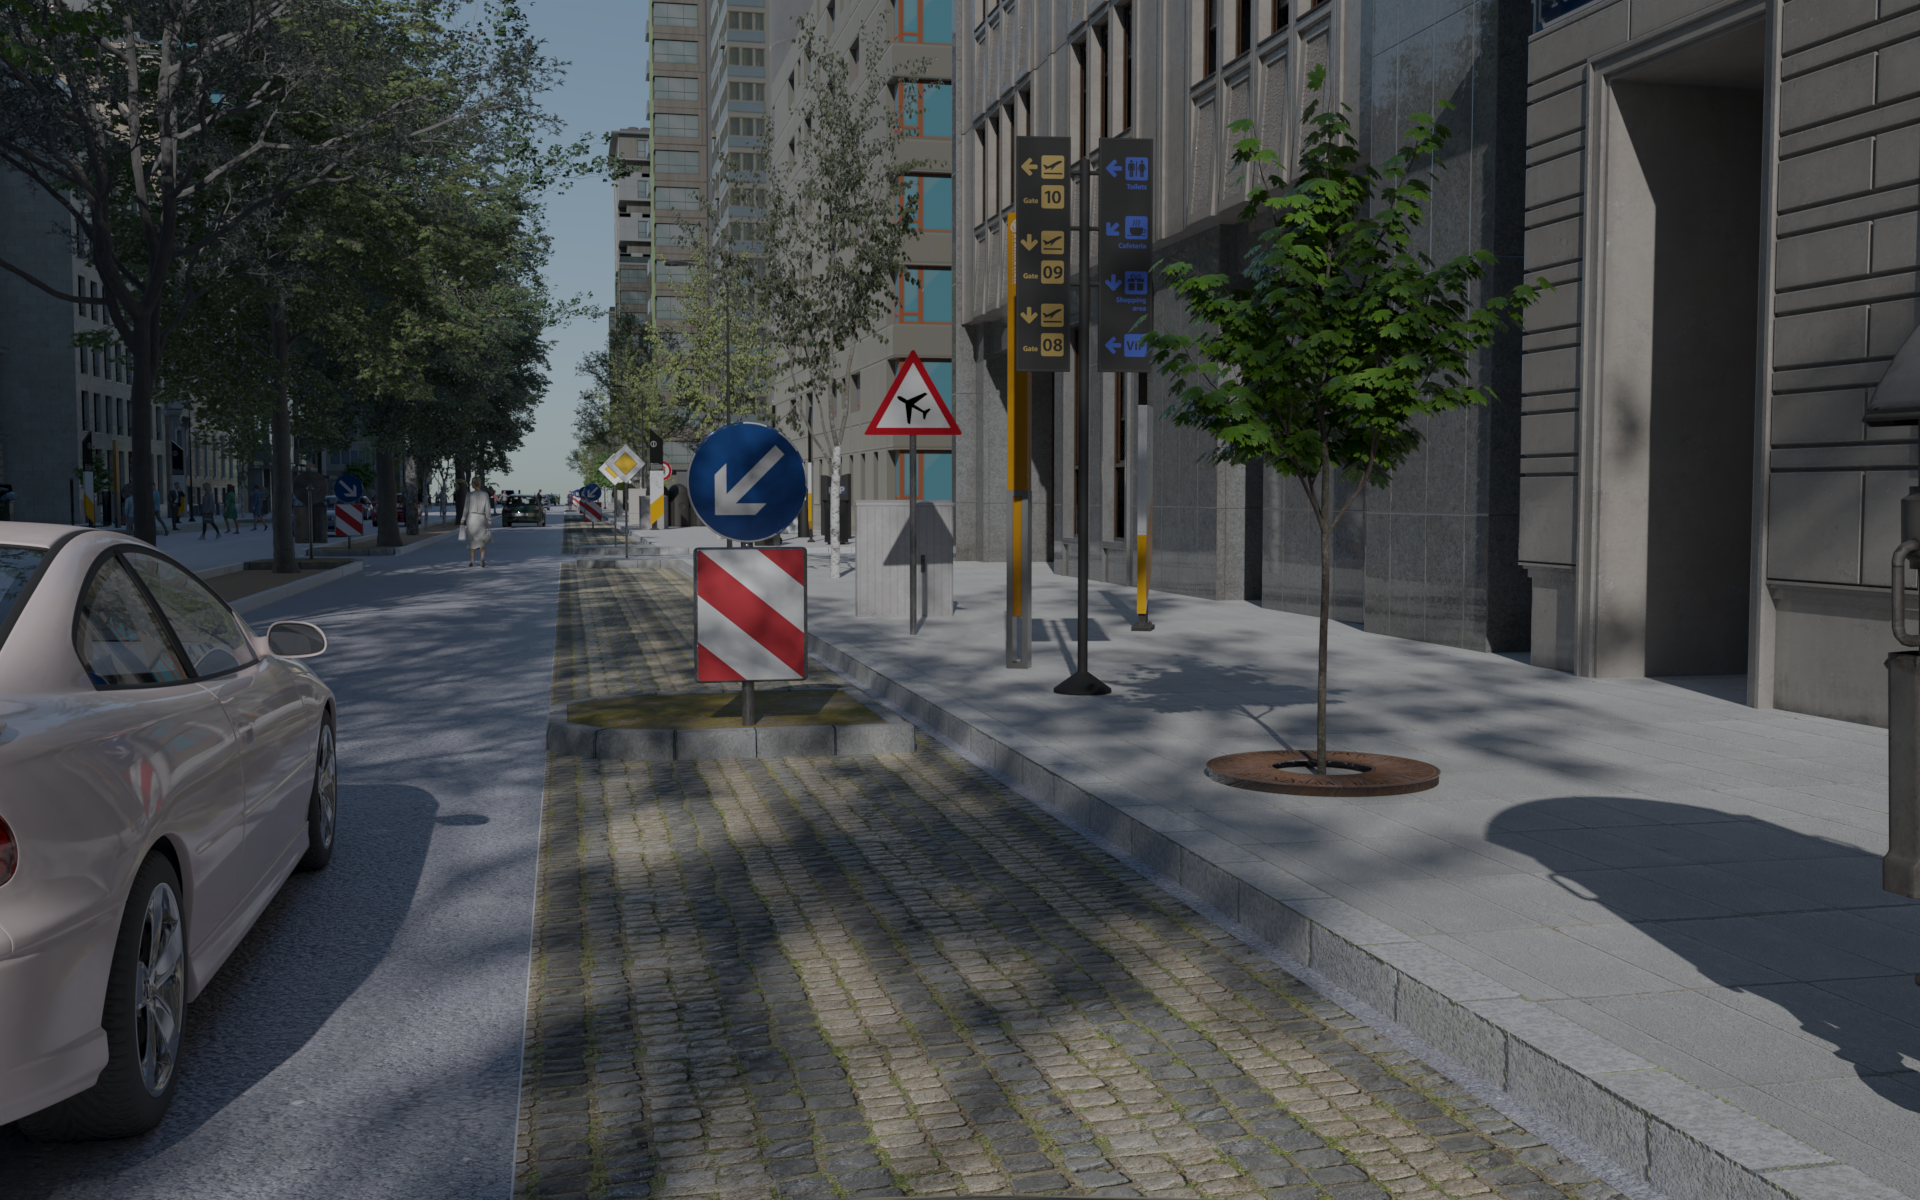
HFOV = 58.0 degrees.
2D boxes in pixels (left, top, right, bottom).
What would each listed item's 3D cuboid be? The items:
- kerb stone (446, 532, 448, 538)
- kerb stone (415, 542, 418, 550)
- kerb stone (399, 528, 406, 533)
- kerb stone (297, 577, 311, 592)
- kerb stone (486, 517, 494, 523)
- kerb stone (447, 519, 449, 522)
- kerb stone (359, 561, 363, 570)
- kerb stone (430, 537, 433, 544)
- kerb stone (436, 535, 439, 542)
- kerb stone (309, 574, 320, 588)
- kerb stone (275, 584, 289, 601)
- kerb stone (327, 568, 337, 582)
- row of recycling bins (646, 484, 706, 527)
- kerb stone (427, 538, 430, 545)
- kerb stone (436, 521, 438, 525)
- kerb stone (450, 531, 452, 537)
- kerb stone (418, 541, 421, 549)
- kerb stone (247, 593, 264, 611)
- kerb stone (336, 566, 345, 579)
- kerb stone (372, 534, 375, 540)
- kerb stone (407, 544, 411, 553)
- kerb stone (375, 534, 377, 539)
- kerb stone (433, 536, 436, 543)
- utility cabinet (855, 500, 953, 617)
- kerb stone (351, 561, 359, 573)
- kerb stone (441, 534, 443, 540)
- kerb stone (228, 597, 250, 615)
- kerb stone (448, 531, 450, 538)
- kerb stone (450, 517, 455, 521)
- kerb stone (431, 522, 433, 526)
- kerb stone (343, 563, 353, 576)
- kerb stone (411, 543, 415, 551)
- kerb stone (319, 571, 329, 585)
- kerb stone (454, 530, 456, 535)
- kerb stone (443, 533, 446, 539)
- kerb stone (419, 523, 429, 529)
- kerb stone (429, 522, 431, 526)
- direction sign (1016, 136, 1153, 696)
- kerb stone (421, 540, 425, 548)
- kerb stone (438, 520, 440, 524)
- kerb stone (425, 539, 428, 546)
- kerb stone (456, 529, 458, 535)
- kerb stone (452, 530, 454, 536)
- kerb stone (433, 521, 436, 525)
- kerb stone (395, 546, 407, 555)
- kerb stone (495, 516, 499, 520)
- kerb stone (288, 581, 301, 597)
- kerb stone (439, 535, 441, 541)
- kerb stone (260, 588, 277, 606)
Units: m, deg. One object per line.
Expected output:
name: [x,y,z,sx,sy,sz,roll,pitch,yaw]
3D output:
kerb stone: [-16.462,-2.003,55.075,0.120,0.150,1.000,-1,4,-13]
kerb stone: [-13.960,-1.336,44.082,0.120,0.150,1.000,-1,4,-13]
kerb stone: [-20.787,-2.590,64.594,0.120,0.150,1.000,-1,4,-13]
kerb stone: [-9.730,-0.202,25.492,0.120,0.150,1.000,-1,4,-13]
kerb stone: [-24.423,-4.150,90.041,0.120,0.150,1.000,-1,4,-13]
kerb stone: [-25.791,-3.935,86.575,0.120,0.150,1.000,-1,4,-13]
kerb stone: [-11.329,-0.631,32.506,0.120,0.150,1.000,-1,4,-13]
kerb stone: [-15.097,-1.643,49.078,0.120,0.150,1.000,-1,4,-13]
kerb stone: [-15.550,-1.766,51.071,0.120,0.150,1.000,-1,4,-13]
kerb stone: [-9.955,-0.263,26.489,0.120,0.150,1.000,-1,4,-13]
kerb stone: [-9.276,-0.080,23.498,0.120,0.150,1.000,-1,4,-13]
kerb stone: [-10.412,-0.385,28.488,0.120,0.150,1.000,-1,4,-13]
row of recycling bins: [-10.691,-3.740,68.268,3.534,1.692,1.069,-3,4,-38]
kerb stone: [-14.874,-1.583,48.081,0.120,0.150,1.000,-1,4,-13]
kerb stone: [-24.189,-3.505,79.579,0.120,0.150,1.000,-1,4,-13]
kerb stone: [-16.915,-2.133,57.072,0.120,0.150,1.000,-1,4,-13]
kerb stone: [-14.188,-1.400,45.081,0.120,0.150,1.000,-1,4,-13]
kerb stone: [-8.822,0.042,21.501,0.120,0.150,1.000,-1,4,-13]
kerb stone: [-10.645,-0.442,29.490,0.120,0.150,1.000,-1,4,-13]
kerb stone: [-18.291,-1.921,53.602,0.120,0.150,1.000,-1,4,-13]
kerb stone: [-13.505,-1.216,42.082,0.120,0.150,1.000,-1,4,-13]
kerb stone: [-18.509,-1.982,54.603,0.120,0.150,1.000,-1,4,-13]
kerb stone: [-15.331,-1.705,50.073,0.120,0.150,1.000,-1,4,-13]
utility cabinet: [-0.590,-0.433,18.235,1.020,1.237,0.306,0,4,-5]
kerb stone: [-11.099,-0.569,31.499,0.120,0.150,1.000,-1,4,-13]
kerb stone: [-16.012,-1.882,53.081,0.120,0.150,1.000,-1,4,-13]
kerb stone: [-8.591,0.103,20.505,0.120,0.150,1.000,-1,4,-13]
kerb stone: [-16.689,-2.068,56.075,0.120,0.150,1.000,-1,4,-13]
kerb stone: [-26.923,-4.243,91.567,0.120,0.150,1.000,-1,4,-13]
kerb stone: [-23.516,-3.327,76.584,0.120,0.150,1.000,-1,4,-13]
kerb stone: [-10.866,-0.508,30.497,0.120,0.150,1.000,-1,4,-13]
kerb stone: [-13.726,-1.270,43.088,0.120,0.150,1.000,-1,4,-13]
kerb stone: [-10.185,-0.322,27.488,0.120,0.150,1.000,-1,4,-13]
kerb stone: [-17.367,-2.255,59.066,0.120,0.150,1.000,-1,4,-13]
kerb stone: [-16.238,-1.947,54.077,0.120,0.150,1.000,-1,4,-13]
kerb stone: [-23.067,-3.200,74.585,0.120,0.150,1.000,-1,4,-13]
kerb stone: [-23.284,-3.262,75.584,0.120,0.150,1.000,-1,4,-13]
direction sign: [0.792,-1.168,11.094,0.876,3.537,0.379,0,4,-6]
kerb stone: [-14.417,-1.461,46.080,0.120,0.150,1.000,-1,4,-13]
kerb stone: [-24.425,-3.571,80.574,0.120,0.150,1.000,-1,4,-13]
kerb stone: [-14.645,-1.522,47.076,0.120,0.150,1.000,-1,4,-13]
kerb stone: [-17.598,-2.316,60.061,0.120,0.150,1.000,-1,4,-13]
kerb stone: [-17.145,-2.192,58.068,0.120,0.150,1.000,-1,4,-13]
kerb stone: [-23.973,-3.449,78.579,0.120,0.150,1.000,-1,4,-13]
kerb stone: [-13.283,-1.155,41.079,0.120,0.150,1.000,-1,4,-13]
kerb stone: [-25.790,-4.516,96.036,0.120,0.150,1.000,-1,4,-13]
kerb stone: [-9.500,-0.136,24.496,0.120,0.150,1.000,-1,4,-13]
kerb stone: [-15.786,-1.828,52.084,0.120,0.150,1.000,-1,4,-13]
kerb stone: [-9.049,-0.019,22.500,0.120,0.150,1.000,-1,4,-13]
